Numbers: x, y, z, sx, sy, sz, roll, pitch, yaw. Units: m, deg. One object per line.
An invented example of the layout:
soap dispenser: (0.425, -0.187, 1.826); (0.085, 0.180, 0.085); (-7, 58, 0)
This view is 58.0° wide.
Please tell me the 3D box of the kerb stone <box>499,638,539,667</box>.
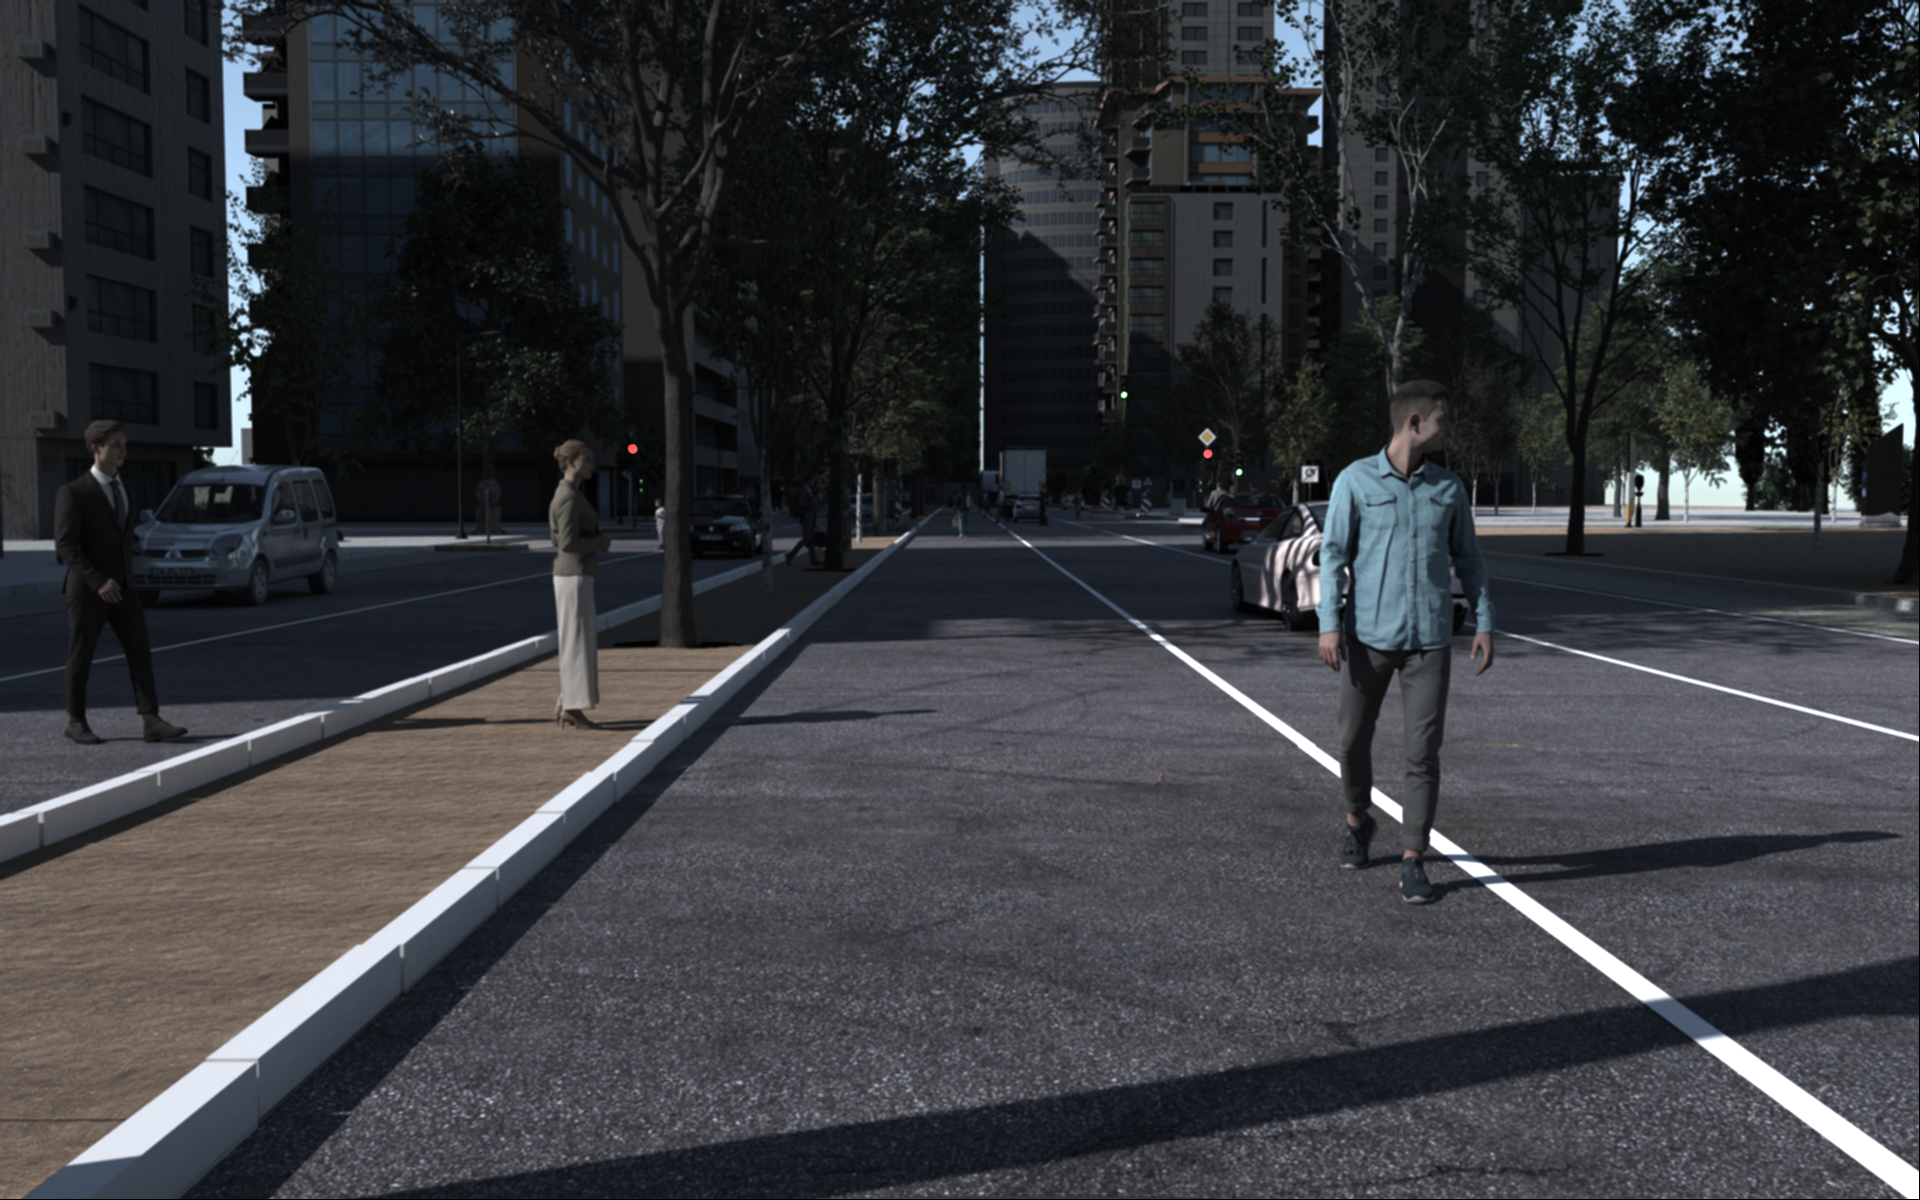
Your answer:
kerb stone: (-3.770, 0.462, 14.667); (0.120, 0.150, 1.000); (0, 3, 0)

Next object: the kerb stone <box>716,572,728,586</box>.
kerb stone: (-3.781, -0.292, 26.973); (0.120, 0.150, 1.000); (0, 3, 0)

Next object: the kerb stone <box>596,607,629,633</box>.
kerb stone: (-3.771, 0.213, 18.770); (0.120, 0.150, 1.000); (0, 3, 0)

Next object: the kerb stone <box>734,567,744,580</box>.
kerb stone: (-3.781, -0.415, 29.025); (0.120, 0.150, 1.000); (0, 3, 0)

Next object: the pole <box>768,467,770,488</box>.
pole: (-14.398, -8.332, 130.066); (0.158, 3.312, 0.155); (0, 3, 0)

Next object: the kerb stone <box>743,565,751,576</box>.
kerb stone: (-3.791, -0.481, 30.057); (0.120, 0.150, 1.000); (0, 3, 0)

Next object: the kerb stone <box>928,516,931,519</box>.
kerb stone: (-1.769, -4.277, 92.124); (0.120, 0.150, 1.000); (0, 3, 0)

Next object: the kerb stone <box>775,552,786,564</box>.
kerb stone: (-3.789, -0.853, 36.202); (0.120, 0.150, 1.000); (0, 3, 0)

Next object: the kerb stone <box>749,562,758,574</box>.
kerb stone: (-3.783, -0.543, 31.090); (0.120, 0.150, 1.000); (0, 3, 0)

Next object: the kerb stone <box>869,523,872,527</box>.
kerb stone: (-3.846, -3.329, 76.742); (0.120, 0.150, 1.000); (0, 3, 0)

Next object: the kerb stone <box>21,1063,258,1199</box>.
kerb stone: (-1.648, 1.149, 3.417); (0.120, 0.150, 1.000); (0, 3, 0)

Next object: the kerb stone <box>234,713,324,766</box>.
kerb stone: (-3.767, 0.775, 9.550); (0.120, 0.150, 1.000); (0, 3, 0)

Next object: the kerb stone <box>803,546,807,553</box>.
kerb stone: (-3.802, -1.166, 41.314); (0.120, 0.150, 1.000); (0, 3, 0)

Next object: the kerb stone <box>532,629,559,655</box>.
kerb stone: (-3.768, 0.397, 15.697); (0.120, 0.150, 1.000); (0, 3, 0)

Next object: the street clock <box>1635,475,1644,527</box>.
street clock: (26.083, -3.790, 66.534); (0.358, 2.002, 0.471); (0, 4, 8)

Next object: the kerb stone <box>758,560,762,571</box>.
kerb stone: (-3.792, -0.601, 32.112); (0.120, 0.150, 1.000); (0, 3, 0)

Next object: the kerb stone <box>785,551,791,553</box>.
kerb stone: (-3.795, -0.917, 37.224); (0.120, 0.150, 1.000); (0, 3, 0)

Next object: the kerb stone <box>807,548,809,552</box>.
kerb stone: (-3.801, -1.233, 42.348); (0.120, 0.150, 1.000); (0, 3, 0)

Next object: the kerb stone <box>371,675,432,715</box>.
kerb stone: (-3.768, 0.648, 11.594); (0.120, 0.150, 1.000); (0, 3, 0)

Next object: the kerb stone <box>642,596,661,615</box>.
kerb stone: (-3.775, 0.084, 20.816); (0.120, 0.150, 1.000); (0, 3, 0)

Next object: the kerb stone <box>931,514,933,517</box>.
kerb stone: (-1.777, -4.716, 99.294); (0.120, 0.150, 1.000); (0, 3, 0)

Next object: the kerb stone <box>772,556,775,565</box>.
kerb stone: (-3.803, -0.732, 34.156); (0.120, 0.150, 1.000); (0, 3, 0)

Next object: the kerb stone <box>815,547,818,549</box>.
kerb stone: (-3.806, -1.358, 44.394); (0.120, 0.150, 1.000); (0, 3, 0)

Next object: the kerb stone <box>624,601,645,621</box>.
kerb stone: (-3.776, 0.147, 19.794); (0.120, 0.150, 1.000); (0, 3, 0)

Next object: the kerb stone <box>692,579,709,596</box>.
kerb stone: (-3.780, -0.167, 24.923); (0.120, 0.150, 1.000); (0, 3, 0)

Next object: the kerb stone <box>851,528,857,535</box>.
kerb stone: (-3.824, -2.486, 62.868); (0.120, 0.150, 1.000); (0, 3, 0)

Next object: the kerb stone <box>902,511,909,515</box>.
kerb stone: (-3.910, -6.283, 124.915); (0.120, 0.150, 1.000); (0, 3, 0)

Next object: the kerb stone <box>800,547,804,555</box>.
kerb stone: (-3.800, -1.107, 40.291); (0.120, 0.150, 1.000); (0, 3, 0)

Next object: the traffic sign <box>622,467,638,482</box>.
traffic sign: (-14.658, -4.725, 76.980); (0.795, 2.593, 0.064); (0, 4, 5)

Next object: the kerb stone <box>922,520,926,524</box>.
kerb stone: (-1.763, -3.523, 79.803); (0.120, 0.150, 1.000); (0, 3, 0)

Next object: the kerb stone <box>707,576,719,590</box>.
kerb stone: (-3.784, -0.229, 25.951); (0.120, 0.150, 1.000); (0, 3, 0)

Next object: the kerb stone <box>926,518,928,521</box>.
kerb stone: (-1.750, -3.774, 83.898); (0.120, 0.150, 1.000); (0, 3, 0)

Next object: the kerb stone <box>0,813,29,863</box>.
kerb stone: (-3.763, 0.962, 6.464); (0.120, 0.150, 1.000); (0, 3, 0)

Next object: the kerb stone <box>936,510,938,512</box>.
kerb stone: (-1.802, -6.089, 121.857); (0.120, 0.150, 1.000); (0, 3, 0)

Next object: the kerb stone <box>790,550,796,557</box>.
kerb stone: (-3.794, -0.982, 38.245); (0.120, 0.150, 1.000); (0, 3, 0)

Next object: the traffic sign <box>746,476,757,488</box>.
traffic sign: (-14.800, -7.505, 122.712); (0.884, 2.594, 0.081); (0, 4, 6)

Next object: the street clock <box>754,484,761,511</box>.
street clock: (-14.678, -7.414, 125.796); (0.471, 2.002, 0.358); (0, 4, 7)

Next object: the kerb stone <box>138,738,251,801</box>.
kerb stone: (-3.766, 0.836, 8.521); (0.120, 0.150, 1.000); (0, 3, 0)

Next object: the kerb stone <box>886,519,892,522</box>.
kerb stone: (-3.872, -4.463, 95.182); (0.120, 0.150, 1.000); (0, 3, 0)

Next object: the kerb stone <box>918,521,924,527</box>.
kerb stone: (-1.749, -3.210, 74.675); (0.120, 0.150, 1.000); (0, 3, 0)

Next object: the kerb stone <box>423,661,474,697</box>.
kerb stone: (-3.760, 0.587, 12.616); (0.120, 0.150, 1.000); (0, 3, 0)

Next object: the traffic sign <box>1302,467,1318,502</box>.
traffic sign: (12.752, -3.731, 63.135); (0.606, 2.300, 0.079); (0, 4, 5)

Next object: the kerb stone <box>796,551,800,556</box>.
kerb stone: (-3.799, -1.044, 39.267); (0.120, 0.150, 1.000); (0, 3, 0)

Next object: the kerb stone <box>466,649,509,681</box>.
kerb stone: (-3.763, 0.527, 13.638); (0.120, 0.150, 1.000); (0, 3, 0)

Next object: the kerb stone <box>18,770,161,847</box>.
kerb stone: (-3.756, 0.900, 7.486); (0.120, 0.150, 1.000); (0, 3, 0)

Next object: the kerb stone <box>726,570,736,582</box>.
kerb stone: (-3.786, -0.354, 28.003); (0.120, 0.150, 1.000); (0, 3, 0)

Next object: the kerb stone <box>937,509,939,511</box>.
kerb stone: (-1.812, -6.409, 126.984); (0.120, 0.150, 1.000); (0, 3, 0)

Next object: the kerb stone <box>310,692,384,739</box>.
kerb stone: (-3.758, 0.711, 10.572); (0.120, 0.150, 1.000); (0, 3, 0)

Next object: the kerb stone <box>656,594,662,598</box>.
kerb stone: (-3.779, 0.021, 21.849); (0.120, 0.150, 1.000); (0, 3, 0)
